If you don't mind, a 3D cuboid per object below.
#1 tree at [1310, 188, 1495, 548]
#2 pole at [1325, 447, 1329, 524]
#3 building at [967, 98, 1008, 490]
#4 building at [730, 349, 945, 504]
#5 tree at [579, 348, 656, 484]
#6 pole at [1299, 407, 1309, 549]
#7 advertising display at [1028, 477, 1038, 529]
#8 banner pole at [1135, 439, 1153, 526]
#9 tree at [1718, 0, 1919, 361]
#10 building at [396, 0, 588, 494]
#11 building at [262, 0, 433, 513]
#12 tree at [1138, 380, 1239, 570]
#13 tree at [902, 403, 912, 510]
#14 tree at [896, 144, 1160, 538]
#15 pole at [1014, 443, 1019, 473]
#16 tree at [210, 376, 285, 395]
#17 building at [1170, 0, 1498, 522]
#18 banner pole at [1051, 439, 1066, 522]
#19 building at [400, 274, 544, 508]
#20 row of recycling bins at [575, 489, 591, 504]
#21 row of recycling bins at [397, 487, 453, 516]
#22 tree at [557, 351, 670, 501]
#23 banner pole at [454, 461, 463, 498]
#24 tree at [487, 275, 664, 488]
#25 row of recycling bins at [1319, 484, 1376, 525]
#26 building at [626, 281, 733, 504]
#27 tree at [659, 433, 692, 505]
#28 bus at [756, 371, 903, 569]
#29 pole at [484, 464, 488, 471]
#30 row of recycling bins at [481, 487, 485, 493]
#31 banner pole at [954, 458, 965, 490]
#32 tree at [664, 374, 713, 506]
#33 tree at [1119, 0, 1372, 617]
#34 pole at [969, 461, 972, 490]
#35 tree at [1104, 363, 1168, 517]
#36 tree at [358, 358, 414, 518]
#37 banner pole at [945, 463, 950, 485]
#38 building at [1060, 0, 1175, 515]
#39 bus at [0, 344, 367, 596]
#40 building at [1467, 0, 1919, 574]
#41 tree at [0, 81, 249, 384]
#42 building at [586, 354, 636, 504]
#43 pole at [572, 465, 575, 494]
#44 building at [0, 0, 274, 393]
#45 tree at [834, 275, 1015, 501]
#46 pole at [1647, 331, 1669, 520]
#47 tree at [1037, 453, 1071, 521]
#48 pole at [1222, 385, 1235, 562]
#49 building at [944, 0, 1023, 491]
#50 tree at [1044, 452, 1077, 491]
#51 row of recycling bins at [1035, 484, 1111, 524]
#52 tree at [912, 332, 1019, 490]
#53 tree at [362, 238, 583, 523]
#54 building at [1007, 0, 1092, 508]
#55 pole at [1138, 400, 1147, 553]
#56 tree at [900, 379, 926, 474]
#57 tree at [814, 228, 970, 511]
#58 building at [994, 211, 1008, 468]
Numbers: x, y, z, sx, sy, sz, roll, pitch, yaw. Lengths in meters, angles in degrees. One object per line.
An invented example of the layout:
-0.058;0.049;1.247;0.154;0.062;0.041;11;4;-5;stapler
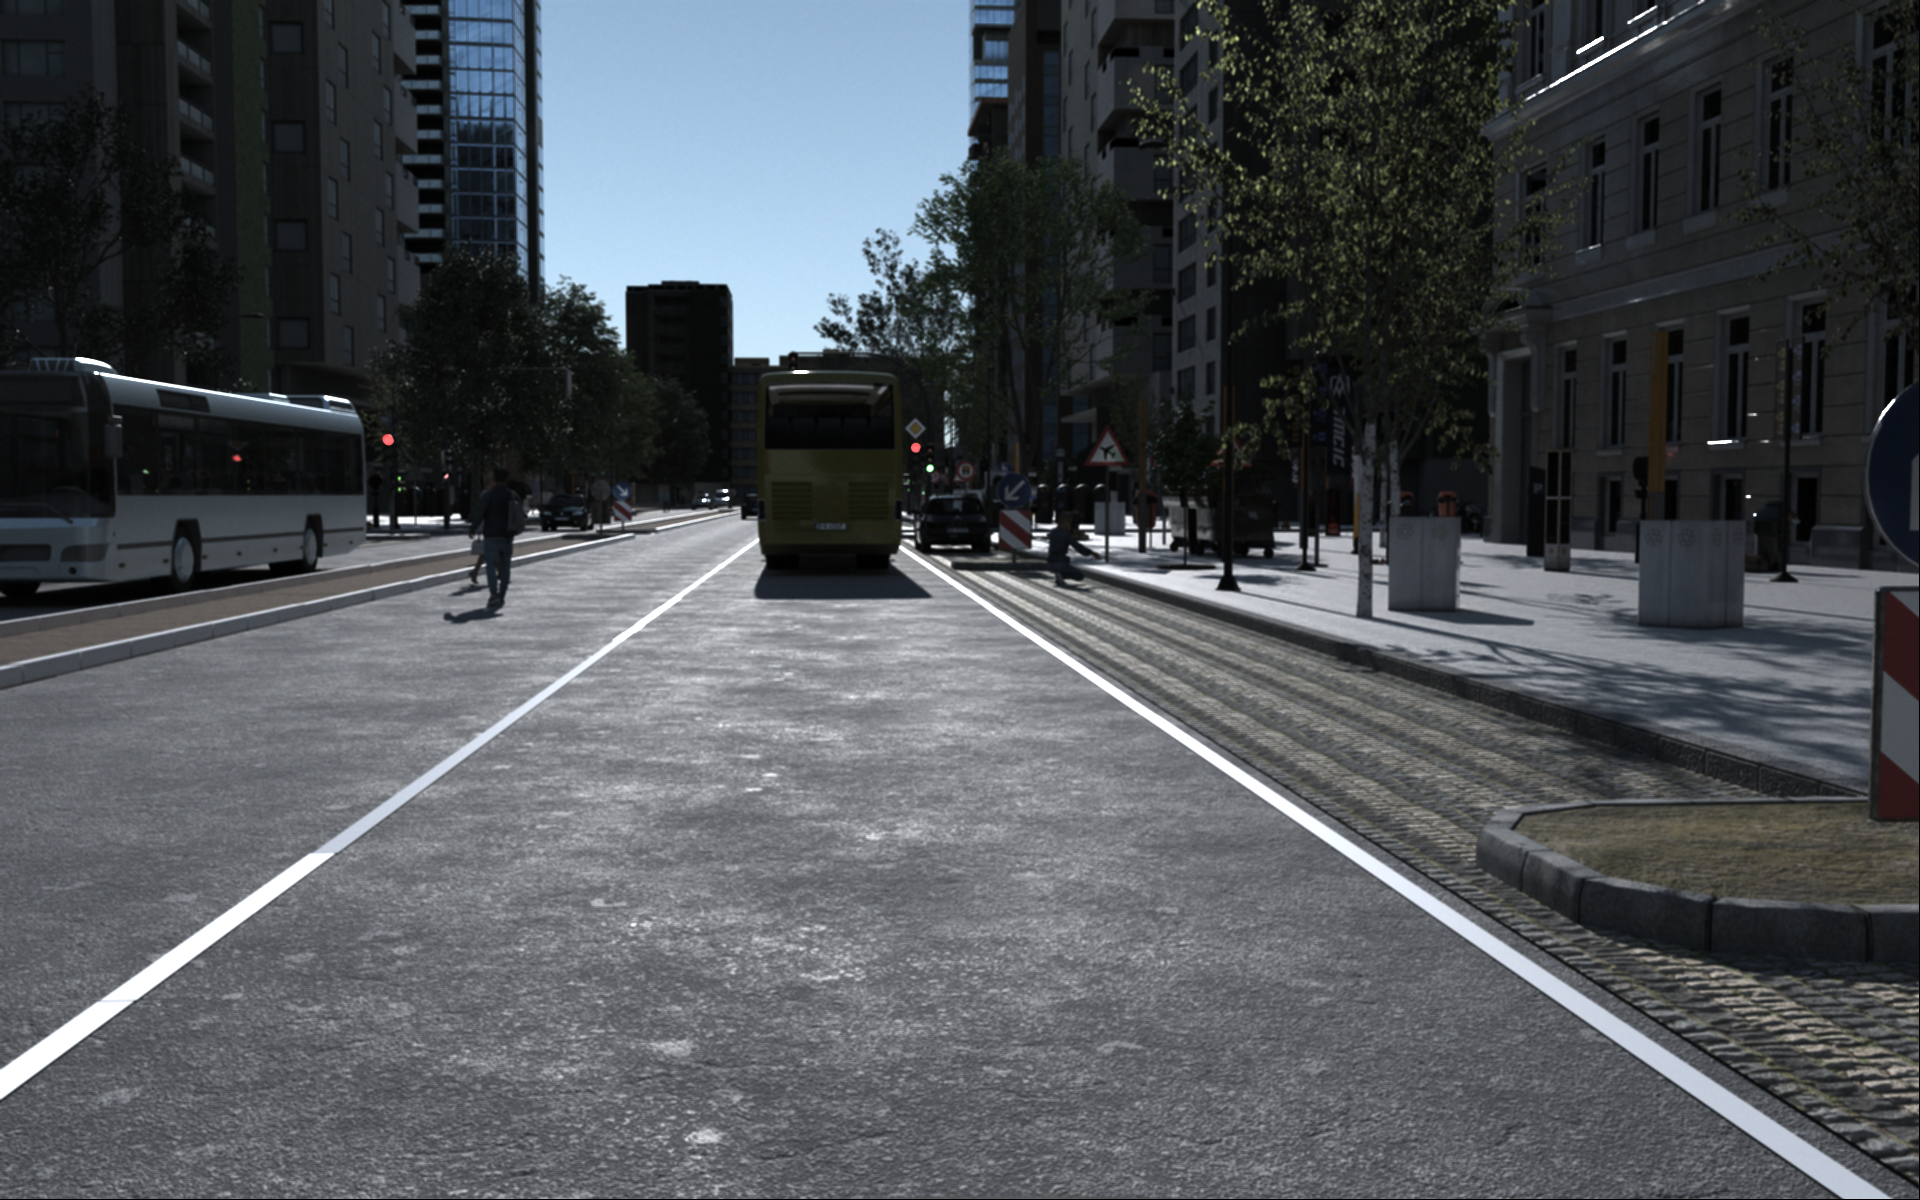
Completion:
10.385;-5.564;41.341;4.737;8.622;4.395;0;3;0;tree
14.885;-4.671;70.213;0.158;3.312;0.155;0;3;0;pole
12.306;-32.787;190.684;22.147;44.769;28.867;0;4;-5;building
-17.552;-24.622;247.614;28.899;21.520;27.650;0;4;-5;building
-26.906;-13.224;134.332;7.486;12.596;7.792;0;3;0;tree
8.091;-2.865;40.678;0.158;3.312;0.155;0;3;0;pole
2.414;-3.562;63.445;0.974;1.923;0.123;-2;4;-26;advertising display
7.449;-4.882;69.841;0.863;3.779;0.401;3;5;43;banner pole
11.134;-4.239;19.667;4.360;8.622;3.978;0;3;0;tree
-57.931;-53.489;187.212;31.000;86.520;22.319;0;4;-5;building
-49.876;-31.702;107.561;28.713;52.752;27.495;0;4;-5;building
3.875;-2.140;29.589;1.663;3.219;1.824;0;3;0;tree
-3.171;-9.827;111.026;4.737;8.622;4.395;0;3;0;tree
1.995;-7.638;50.644;9.928;11.665;9.643;0;3;0;tree
2.229;-4.581;68.736;0.158;3.312;0.155;0;3;0;pole
-19.886;-3.936;48.072;4.285;4.588;4.351;0;3;0;tree
18.413;-19.057;83.283;14.107;30.474;14.160;0;4;-5;building
4.450;-5.469;79.430;0.863;3.779;0.401;0;4;-4;banner pole
-52.441;-18.638;149.777;27.650;21.520;28.899;0;4;-5;building
-28.661;-7.619;131.676;1.069;1.692;3.534;-2;4;-29;row of recycling bins
-31.249;-5.713;100.528;3.534;1.692;1.069;-3;5;-40;row of recycling bins
-25.967;-12.058;122.905;9.928;11.665;9.643;0;3;0;tree
-37.528;-8.530;129.488;0.863;3.779;0.401;-3;4;-38;banner pole
-23.823;-11.979;102.513;9.857;13.997;8.962;0;3;0;tree
16.032;-3.978;72.154;1.069;1.692;3.534;-2;4;-25;row of recycling bins
-38.377;-28.520;237.994;14.107;30.474;14.160;0;4;-5;building
-33.348;-15.665;206.482;4.360;8.622;3.978;0;3;0;tree
-2.796;-2.716;35.948;2.896;3.916;12.252;0;4;-5;bus
-29.891;-7.061;109.286;0.158;3.312;0.155;0;3;0;pole
-25.791;-5.488;96.847;1.069;1.692;3.534;1;4;19;row of recycling bins
0.031;-7.117;106.388;0.863;3.779;0.401;0;4;1;banner pole
-30.282;-16.851;182.173;9.857;13.997;8.962;0;3;0;tree
4.102;-4.140;18.057;4.360;8.622;3.978;0;3;0;tree
0.670;-6.997;108.243;0.158;3.312;0.155;0;3;0;pole
9.800;-8.889;95.701;4.737;8.622;4.395;0;3;0;tree
-29.341;-8.528;89.797;4.360;8.622;3.978;0;3;0;tree
-0.977;-9.133;139.339;0.401;3.779;0.863;2;4;33;banner pole
21.865;-32.271;116.873;28.713;52.752;27.495;0;4;-5;building
-12.387;-1.974;27.130;2.948;3.499;13.247;0;4;-4;bus
20.894;-15.298;36.030;13.634;28.700;20.117;0;4;-5;building
-19.418;-6.363;38.450;8.767;10.594;7.601;1;4;20;tree
-60.849;-24.380;243.647;28.899;21.520;27.650;0;4;-5;building
-25.385;-7.329;113.677;0.158;3.312;0.155;0;3;0;pole
-40.695;-24.143;78.339;14.154;41.232;14.086;0;4;-5;building
-1.982;-11.427;97.195;12.009;13.543;11.850;0;3;0;tree
8.793;-1.713;21.856;0.158;3.312;0.155;0;3;0;pole
4.467;-5.310;81.419;1.663;3.219;1.824;0;3;0;tree
5.042;-2.367;32.539;0.158;3.312;0.155;0;3;0;pole
13.133;-56.996;244.558;31.000;86.520;22.319;0;4;-5;building
8.173;-9.125;132.911;4.285;4.588;4.351;0;3;0;tree
4.883;-4.162;75.163;3.534;1.692;1.069;2;4;25;row of recycling bins
0.586;-7.904;79.585;4.737;8.622;4.395;0;3;0;tree
-21.714;-9.826;77.665;9.611;12.733;9.660;0;3;0;tree
11.851;-30.821;154.038;14.600;45.320;14.200;0;4;-5;building
3.982;-2.687;37.769;0.158;3.312;0.155;0;3;0;pole
-7.943;-16.902;182.999;9.857;13.997;8.962;0;3;0;tree
-5.387;-16.544;126.384;12.611;20.169;13.585;0;3;0;tree
10.115;-24.292;168.867;14.160;30.474;14.107;0;4;-5;building
